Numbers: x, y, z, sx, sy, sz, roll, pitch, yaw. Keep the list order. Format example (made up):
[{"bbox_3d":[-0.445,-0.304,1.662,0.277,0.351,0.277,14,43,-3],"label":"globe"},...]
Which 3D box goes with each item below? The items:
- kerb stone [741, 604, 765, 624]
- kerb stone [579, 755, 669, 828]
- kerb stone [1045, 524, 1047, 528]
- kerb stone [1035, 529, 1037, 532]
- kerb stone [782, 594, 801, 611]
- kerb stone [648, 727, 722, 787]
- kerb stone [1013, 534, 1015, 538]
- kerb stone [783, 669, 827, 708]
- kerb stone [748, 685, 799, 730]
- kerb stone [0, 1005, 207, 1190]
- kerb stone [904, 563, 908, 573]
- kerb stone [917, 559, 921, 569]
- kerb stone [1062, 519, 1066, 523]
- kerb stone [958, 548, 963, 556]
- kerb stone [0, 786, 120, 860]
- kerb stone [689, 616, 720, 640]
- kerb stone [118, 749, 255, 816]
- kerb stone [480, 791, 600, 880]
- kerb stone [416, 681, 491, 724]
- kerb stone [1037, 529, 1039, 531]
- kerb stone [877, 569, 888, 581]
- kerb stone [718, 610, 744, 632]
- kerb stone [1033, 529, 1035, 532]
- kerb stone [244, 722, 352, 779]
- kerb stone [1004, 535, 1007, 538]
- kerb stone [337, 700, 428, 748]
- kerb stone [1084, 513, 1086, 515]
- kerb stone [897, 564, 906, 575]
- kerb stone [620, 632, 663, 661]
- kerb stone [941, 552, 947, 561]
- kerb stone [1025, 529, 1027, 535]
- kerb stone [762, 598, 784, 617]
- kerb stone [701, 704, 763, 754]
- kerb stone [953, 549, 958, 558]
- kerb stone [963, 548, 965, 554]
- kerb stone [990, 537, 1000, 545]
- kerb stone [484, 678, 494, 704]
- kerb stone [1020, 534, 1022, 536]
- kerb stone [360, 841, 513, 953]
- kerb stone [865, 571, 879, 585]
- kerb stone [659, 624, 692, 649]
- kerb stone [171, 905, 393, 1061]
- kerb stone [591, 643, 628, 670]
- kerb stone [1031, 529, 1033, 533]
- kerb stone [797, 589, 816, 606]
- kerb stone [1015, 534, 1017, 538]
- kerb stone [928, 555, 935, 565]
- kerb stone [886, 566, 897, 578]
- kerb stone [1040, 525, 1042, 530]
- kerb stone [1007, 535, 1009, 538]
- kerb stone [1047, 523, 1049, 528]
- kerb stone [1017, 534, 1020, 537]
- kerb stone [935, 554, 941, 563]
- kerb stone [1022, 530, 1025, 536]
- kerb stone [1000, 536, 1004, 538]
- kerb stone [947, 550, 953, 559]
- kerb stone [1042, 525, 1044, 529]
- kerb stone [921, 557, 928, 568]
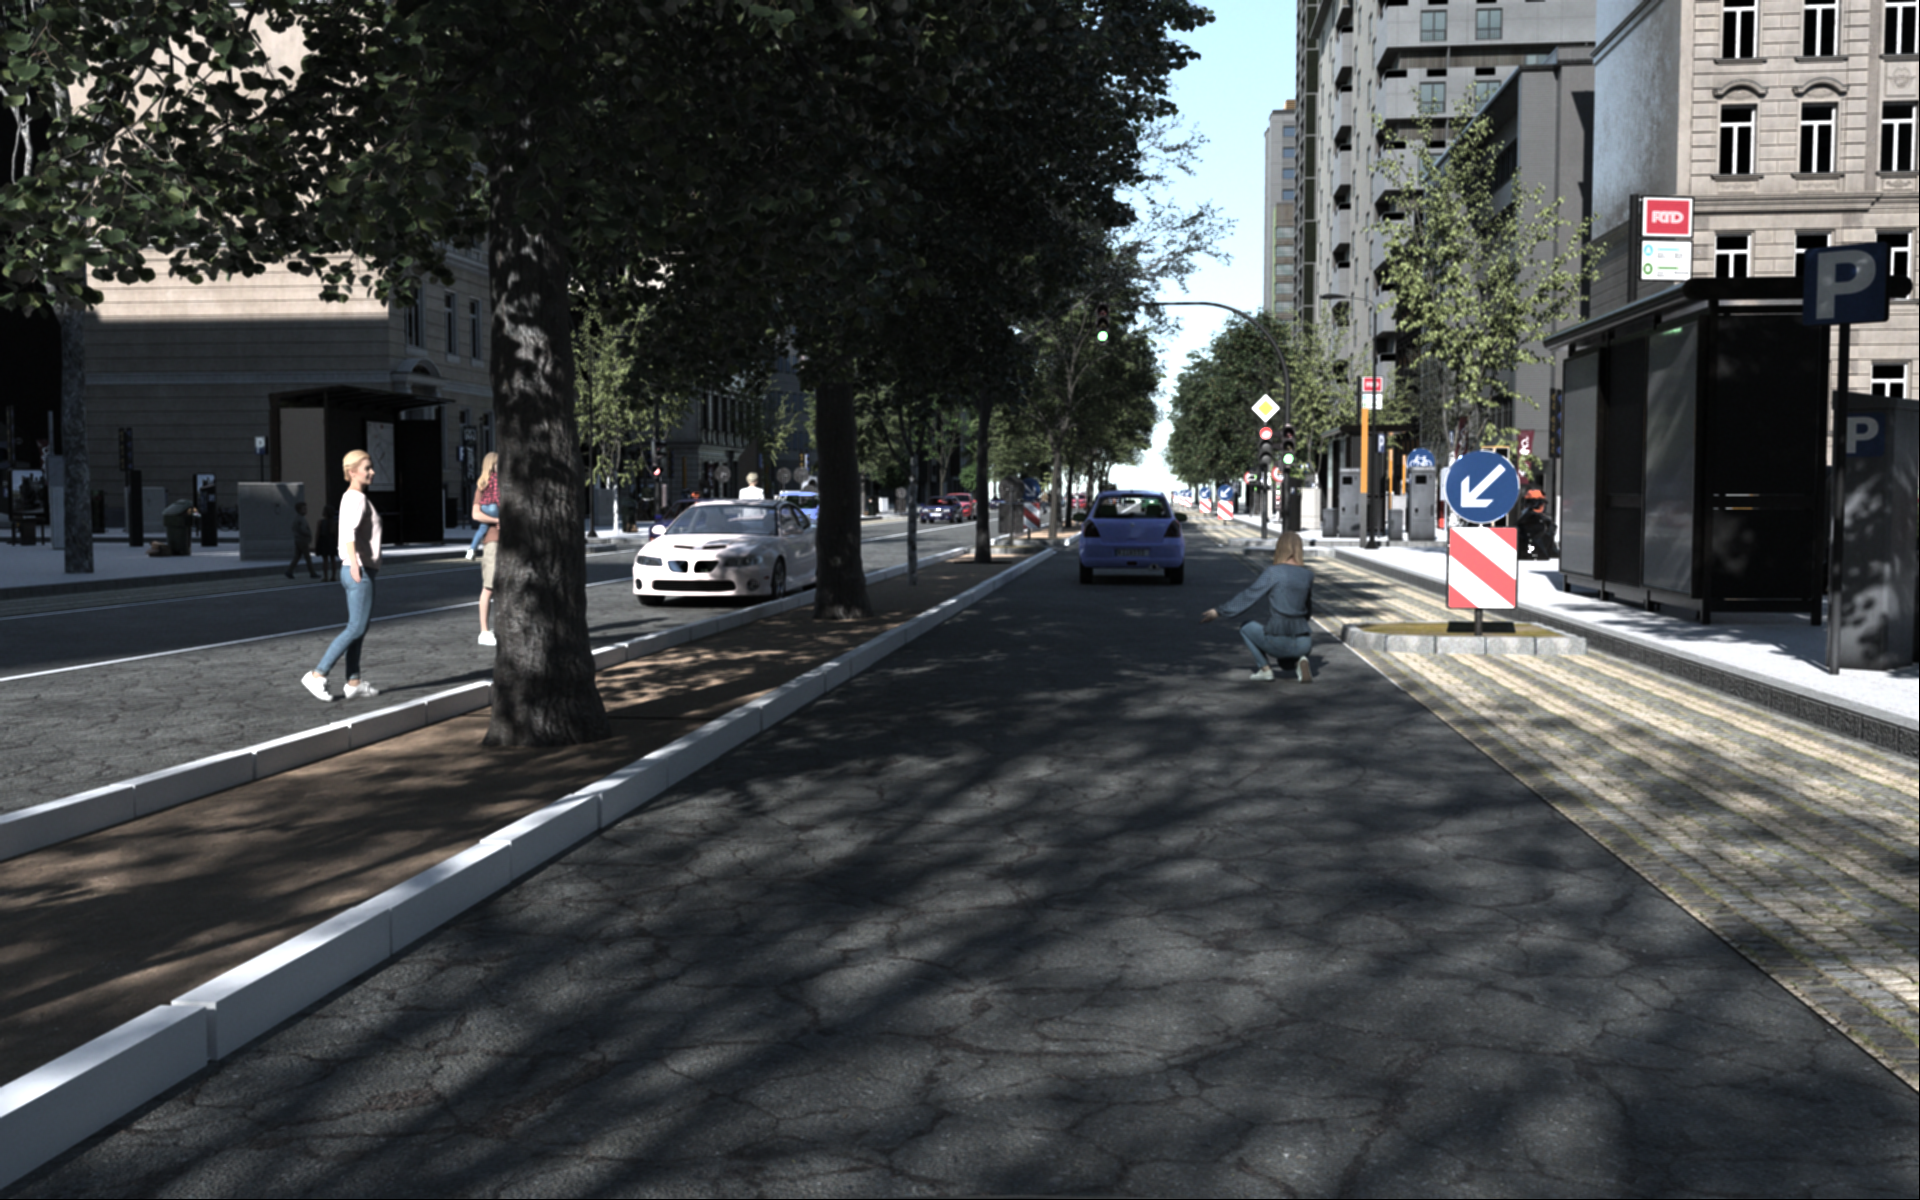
[{"bbox_3d":[-2.373,0.177,19.343,0.120,0.150,1.000,0,4,6],"label":"kerb stone"},{"bbox_3d":[-1.540,0.873,7.926,0.120,0.150,1.000,0,4,6],"label":"kerb stone"},{"bbox_3d":[3.373,-2.974,70.878,0.120,0.150,1.000,0,4,6],"label":"kerb stone"},{"bbox_3d":[2.685,-2.603,64.762,0.120,0.150,1.000,0,4,6],"label":"kerb stone"},{"bbox_3d":[-2.150,0.058,21.376,0.120,0.150,1.000,0,4,6],"label":"kerb stone"},{"bbox_3d":[-1.428,0.810,8.947,0.120,0.150,1.000,0,4,6],"label":"kerb stone"},{"bbox_3d":[1.556,-1.980,54.584,0.120,0.150,1.000,0,4,6],"label":"kerb stone"},{"bbox_3d":[-1.092,0.623,12.008,0.120,0.150,1.000,0,4,6],"label":"kerb stone"},{"bbox_3d":[-1.198,0.686,10.986,0.120,0.150,1.000,0,4,6],"label":"kerb stone"},{"bbox_3d":[-2.004,1.123,3.853,0.120,0.150,1.000,0,4,6],"label":"kerb stone"},{"bbox_3d":[-1.012,-0.574,31.579,0.120,0.150,1.000,0,4,6],"label":"kerb stone"},{"bbox_3d":[-0.903,-0.635,32.611,0.120,0.150,1.000,0,4,6],"label":"kerb stone"},{"bbox_3d":[5.529,-4.157,90.215,0.120,0.150,1.000,0,4,6],"label":"kerb stone"},{"bbox_3d":[-0.096,-1.074,39.752,0.120,0.150,1.000,0,4,6],"label":"kerb stone"},{"bbox_3d":[-3.744,0.922,7.115,0.120,0.150,1.000,0,4,6],"label":"kerb stone"},{"bbox_3d":[-2.609,0.299,17.312,0.120,0.150,1.000,0,4,6],"label":"kerb stone"},{"bbox_3d":[-3.637,0.860,8.132,0.120,0.150,1.000,0,4,6],"label":"kerb stone"},{"bbox_3d":[-1.664,0.935,6.910,0.120,0.150,1.000,0,4,6],"label":"kerb stone"},{"bbox_3d":[-3.295,0.673,11.200,0.120,0.150,1.000,0,4,6],"label":"kerb stone"},{"bbox_3d":[2.805,-2.666,65.777,0.120,0.150,1.000,0,4,6],"label":"kerb stone"},{"bbox_3d":[-1.367,-0.384,28.515,0.120,0.150,1.000,0,4,6],"label":"kerb stone"},{"bbox_3d":[-2.490,0.243,18.328,0.120,0.150,1.000,0,4,6],"label":"kerb stone"},{"bbox_3d":[2.574,-2.540,63.742,0.120,0.150,1.000,0,4,6],"label":"kerb stone"},{"bbox_3d":[-3.516,0.801,9.147,0.120,0.150,1.000,0,4,6],"label":"kerb stone"},{"bbox_3d":[1.209,-1.794,51.531,0.120,0.150,1.000,0,4,6],"label":"kerb stone"},{"bbox_3d":[-3.405,0.735,10.173,0.120,0.150,1.000,0,4,6],"label":"kerb stone"},{"bbox_3d":[8.837,-5.960,119.759,0.120,0.150,1.000,0,4,6],"label":"kerb stone"},{"bbox_3d":[-1.133,-0.510,30.564,0.120,0.150,1.000,0,4,6],"label":"kerb stone"},{"bbox_3d":[-2.839,0.423,15.274,0.120,0.150,1.000,0,4,6],"label":"kerb stone"},{"bbox_3d":[-0.442,-0.885,36.688,0.120,0.150,1.000,0,4,6],"label":"kerb stone"},{"bbox_3d":[2.127,-2.291,59.674,0.120,0.150,1.000,0,4,6],"label":"kerb stone"},{"bbox_3d":[-2.264,0.116,20.360,0.120,0.150,1.000,0,4,6],"label":"kerb stone"},{"bbox_3d":[-1.322,0.748,9.963,0.120,0.150,1.000,0,4,6],"label":"kerb stone"},{"bbox_3d":[-0.213,-1.012,38.736,0.120,0.150,1.000,0,4,6],"label":"kerb stone"},{"bbox_3d":[0.012,-1.136,40.769,0.120,0.150,1.000,0,4,6],"label":"kerb stone"},{"bbox_3d":[0.974,-1.670,49.493,0.120,0.150,1.000,0,4,6],"label":"kerb stone"},{"bbox_3d":[-3.180,0.610,12.218,0.120,0.150,1.000,0,4,6],"label":"kerb stone"},{"bbox_3d":[1.895,-2.162,57.642,0.120,0.150,1.000,0,4,6],"label":"kerb stone"},{"bbox_3d":[-1.772,1.003,5.894,0.120,0.150,1.000,0,4,6],"label":"kerb stone"},{"bbox_3d":[-1.471,-0.322,27.498,0.120,0.150,1.000,0,4,6],"label":"kerb stone"},{"bbox_3d":[-2.734,0.362,16.291,0.120,0.150,1.000,0,4,6],"label":"kerb stone"},{"bbox_3d":[-1.882,1.059,4.877,0.120,0.150,1.000,0,4,6],"label":"kerb stone"},{"bbox_3d":[-2.961,0.490,14.251,0.120,0.150,1.000,0,4,6],"label":"kerb stone"},{"bbox_3d":[2.461,-2.479,62.723,0.120,0.150,1.000,0,4,6],"label":"kerb stone"},{"bbox_3d":[-2.034,-0.012,22.391,0.120,0.150,1.000,0,4,6],"label":"kerb stone"},{"bbox_3d":[1.662,-2.043,55.600,0.120,0.150,1.000,0,4,6],"label":"kerb stone"},{"bbox_3d":[-0.670,-0.762,34.652,0.120,0.150,1.000,0,4,6],"label":"kerb stone"},{"bbox_3d":[-1.243,-0.449,29.530,0.120,0.150,1.000,0,4,6],"label":"kerb stone"},{"bbox_3d":[3.033,-2.788,67.814,0.120,0.150,1.000,0,4,6],"label":"kerb stone"},{"bbox_3d":[1.323,-1.856,52.546,0.120,0.150,1.000,0,4,6],"label":"kerb stone"},{"bbox_3d":[3.485,-3.040,71.894,0.120,0.150,1.000,0,4,6],"label":"kerb stone"},{"bbox_3d":[1.780,-2.106,56.626,0.120,0.150,1.000,0,4,6],"label":"kerb stone"},{"bbox_3d":[-0.560,-0.824,35.668,0.120,0.150,1.000,0,4,6],"label":"kerb stone"},{"bbox_3d":[2.007,-2.223,58.659,0.120,0.150,1.000,0,4,6],"label":"kerb stone"},{"bbox_3d":[1.094,-1.729,50.514,0.120,0.150,1.000,0,4,6],"label":"kerb stone"},{"bbox_3d":[-0.331,-0.943,37.705,0.120,0.150,1.000,0,4,6],"label":"kerb stone"},{"bbox_3d":[3.147,-2.853,68.838,0.120,0.150,1.000,0,4,6],"label":"kerb stone"},{"bbox_3d":[-0.790,-0.699,33.627,0.120,0.150,1.000,0,4,6],"label":"kerb stone"}]
